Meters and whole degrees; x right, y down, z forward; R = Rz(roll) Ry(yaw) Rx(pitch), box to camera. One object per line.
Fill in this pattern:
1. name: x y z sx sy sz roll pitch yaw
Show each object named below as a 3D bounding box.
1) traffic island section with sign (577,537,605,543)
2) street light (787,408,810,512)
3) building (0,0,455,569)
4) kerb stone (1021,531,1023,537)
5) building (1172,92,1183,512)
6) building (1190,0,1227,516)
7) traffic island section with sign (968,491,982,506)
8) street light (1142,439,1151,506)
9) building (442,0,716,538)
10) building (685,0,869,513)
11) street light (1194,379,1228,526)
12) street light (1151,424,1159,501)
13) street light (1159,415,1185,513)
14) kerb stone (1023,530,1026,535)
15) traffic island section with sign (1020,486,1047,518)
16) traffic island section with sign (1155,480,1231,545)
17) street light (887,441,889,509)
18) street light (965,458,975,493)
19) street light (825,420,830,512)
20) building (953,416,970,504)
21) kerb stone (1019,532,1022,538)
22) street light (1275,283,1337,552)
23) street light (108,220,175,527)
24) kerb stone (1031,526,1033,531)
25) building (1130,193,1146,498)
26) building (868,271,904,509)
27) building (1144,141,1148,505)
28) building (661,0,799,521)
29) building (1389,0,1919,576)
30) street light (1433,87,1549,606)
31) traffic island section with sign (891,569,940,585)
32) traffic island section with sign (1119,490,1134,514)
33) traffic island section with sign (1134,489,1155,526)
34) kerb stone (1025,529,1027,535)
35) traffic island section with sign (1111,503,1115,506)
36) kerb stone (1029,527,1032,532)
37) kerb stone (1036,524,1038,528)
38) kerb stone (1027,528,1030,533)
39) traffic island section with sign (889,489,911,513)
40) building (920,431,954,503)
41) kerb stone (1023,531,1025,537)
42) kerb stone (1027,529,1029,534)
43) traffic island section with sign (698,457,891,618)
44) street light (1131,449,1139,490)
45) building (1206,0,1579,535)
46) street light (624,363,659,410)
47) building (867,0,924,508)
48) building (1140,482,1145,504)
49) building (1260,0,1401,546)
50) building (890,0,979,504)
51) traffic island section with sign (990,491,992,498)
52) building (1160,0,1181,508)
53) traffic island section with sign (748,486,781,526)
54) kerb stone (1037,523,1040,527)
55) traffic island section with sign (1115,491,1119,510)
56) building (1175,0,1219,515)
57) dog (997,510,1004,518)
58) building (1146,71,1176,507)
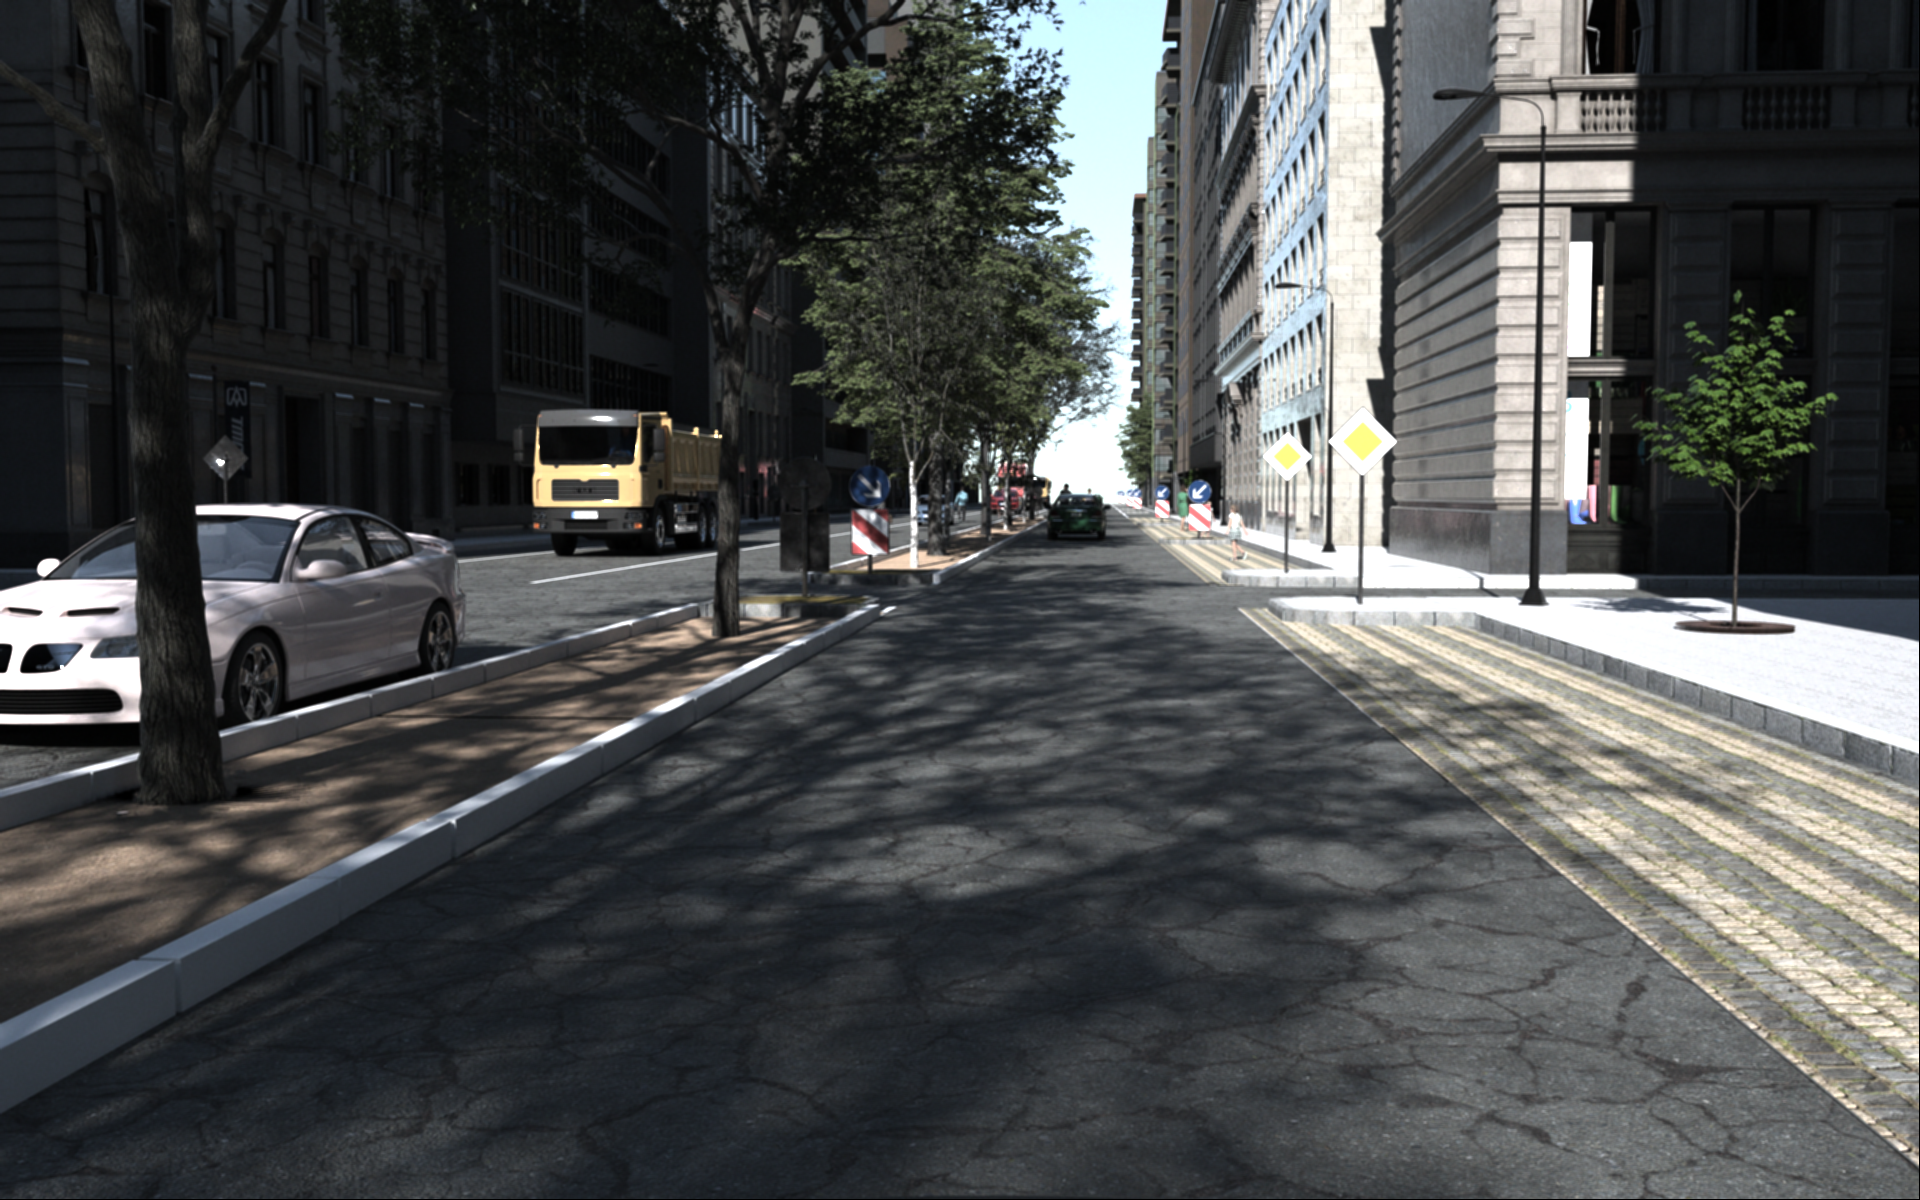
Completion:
1. traffic island section with sign: -10.727 -2.651 51.976 1.989 1.847 2.006 0 4 5
2. street light: -8.759 -7.391 93.391 1.470 5.913 1.316 0 4 5
3. building: -19.210 -11.568 38.284 9.793 20.994 18.267 0 4 5
4. kerb stone: 1.873 -2.060 55.895 0.120 0.150 1.000 0 4 5
5. building: 22.687 -21.750 127.315 14.160 30.474 14.107 0 4 5
6. building: 19.798 -18.147 90.203 14.314 27.812 24.014 0 4 5
7. traffic island section with sign: 2.006 -12.400 211.360 1.989 1.847 2.006 0 4 5
8. street light: 16.357 -10.689 147.303 1.470 5.913 1.316 0 4 5
9. building: -18.977 -14.880 62.347 14.314 24.678 30.058 0 4 5
10. building: -18.101 -30.075 115.424 21.300 48.544 21.600 0 4 5
11. street light: 10.140 -5.959 69.970 1.470 5.913 1.316 0 4 5
12. street light: 13.624 -8.712 114.976 1.470 5.913 1.316 0 4 5
13. street light: 12.626 -7.904 101.775 1.470 5.913 1.316 0 4 5
14. kerb stone: 2.036 -2.183 57.945 0.120 0.150 1.000 0 4 5
15. traffic island section with sign: 4.590 -5.816 103.224 2.006 1.907 1.989 0 4 5
16. traffic island section with sign: 6.722 -2.513 49.723 1.989 1.847 2.006 0 4 5
17. street light: -5.274 -10.150 138.497 1.470 5.913 1.316 0 4 5
18. street light: 1.276 -15.200 221.055 1.470 5.913 1.316 0 4 5
19. street light: -7.743 -8.164 106.022 1.470 5.913 1.316 0 4 5
20. building: -10.295 -34.413 217.278 22.147 44.769 28.867 0 4 5
21. kerb stone: 1.788 -1.999 54.877 0.120 0.150 1.000 0 4 5
22. street light: 7.620 -4.014 38.167 1.470 5.913 1.316 0 4 5
23. street light: -13.899 -3.484 29.509 1.470 5.913 1.316 0 4 5
24. kerb stone: 2.527 -2.562 64.079 0.120 0.150 1.000 0 4 5
25. building: 35.399 -36.181 246.181 22.147 44.769 28.867 0 4 5
26. building: -19.948 -18.143 141.678 27.650 21.520 28.899 0 4 5
27. building: 28.495 -31.613 200.473 14.154 41.232 14.086 0 4 5
28. building: -16.492 -17.929 90.397 12.463 27.353 25.104 0 4 5
29. building: 18.017 -12.355 30.886 19.941 23.489 11.050 0 4 5
30. street light: 6.107 -2.898 19.929 1.470 5.913 1.316 0 4 5
31. traffic island section with sign: -1.385 -1.235 28.323 2.006 1.907 1.989 0 4 5
32. traffic island section with sign: 12.939 -7.278 127.621 1.989 1.847 2.006 0 4 5
33. traffic island section with sign: 8.954 -4.234 77.854 1.989 1.847 2.006 0 4 5
34. kerb stone: 2.125 -2.249 58.963 0.120 0.150 1.000 0 4 5
35. traffic island section with sign: 19.522 -12.314 209.968 1.989 1.847 2.006 0 4 5
36. kerb stone: 2.449 -2.495 63.058 0.120 0.150 1.000 0 4 5
37. kerb stone: 2.931 -2.874 69.190 0.120 0.150 1.000 0 4 5
38. kerb stone: 2.284 -2.374 61.004 0.120 0.150 1.000 0 4 5
39. traffic island section with sign: -4.556 -7.381 129.299 1.989 1.847 2.006 0 4 5
40. building: -8.267 -25.905 195.250 14.160 30.474 14.107 0 4 5
41. kerb stone: 1.956 -2.124 56.926 0.120 0.150 1.000 0 4 5
42. kerb stone: 2.206 -2.311 59.982 0.120 0.150 1.000 0 4 5
43. traffic island section with sign: -1.985 -0.783 20.940 2.006 1.907 1.989 0 4 5
44. street light: 18.756 -12.636 179.131 1.470 5.913 1.316 0 4 5
45. building: 15.876 -14.663 68.616 11.050 23.489 19.941 0 4 5
46. street light: -11.362 -5.447 61.595 1.470 5.913 1.316 0 4 5
47. building: -10.948 -31.297 161.812 14.600 45.320 14.200 0 4 5
48. building: 39.151 -32.236 218.939 32.217 40.220 23.993 0 4 5
49. building: 14.781 -11.938 49.942 10.420 20.320 16.860 0 4 5
50. building: -7.819 -49.129 241.514 20.563 71.187 20.611 0 4 5
51. traffic island section with sign: 4.173 -14.057 238.453 1.989 1.847 2.006 0 4 5
52. building: 28.354 -30.172 147.943 22.147 44.769 28.867 0 4 5
53. traffic island section with sign: -8.541 -4.320 79.256 1.989 1.847 2.006 0 4 5
54. kerb stone: 3.102 -2.995 71.228 0.120 0.150 1.000 0 4 5
55. traffic island section with sign: 15.085 -8.924 154.537 1.989 1.847 2.006 0 4 5
56. building: 21.581 -28.298 112.777 14.600 45.320 14.200 0 4 5
57. dog: 2.491 -5.141 103.336 0.406 0.507 0.540 3 5 40
58. building: 26.033 -29.790 170.667 14.154 41.232 14.086 0 4 5
